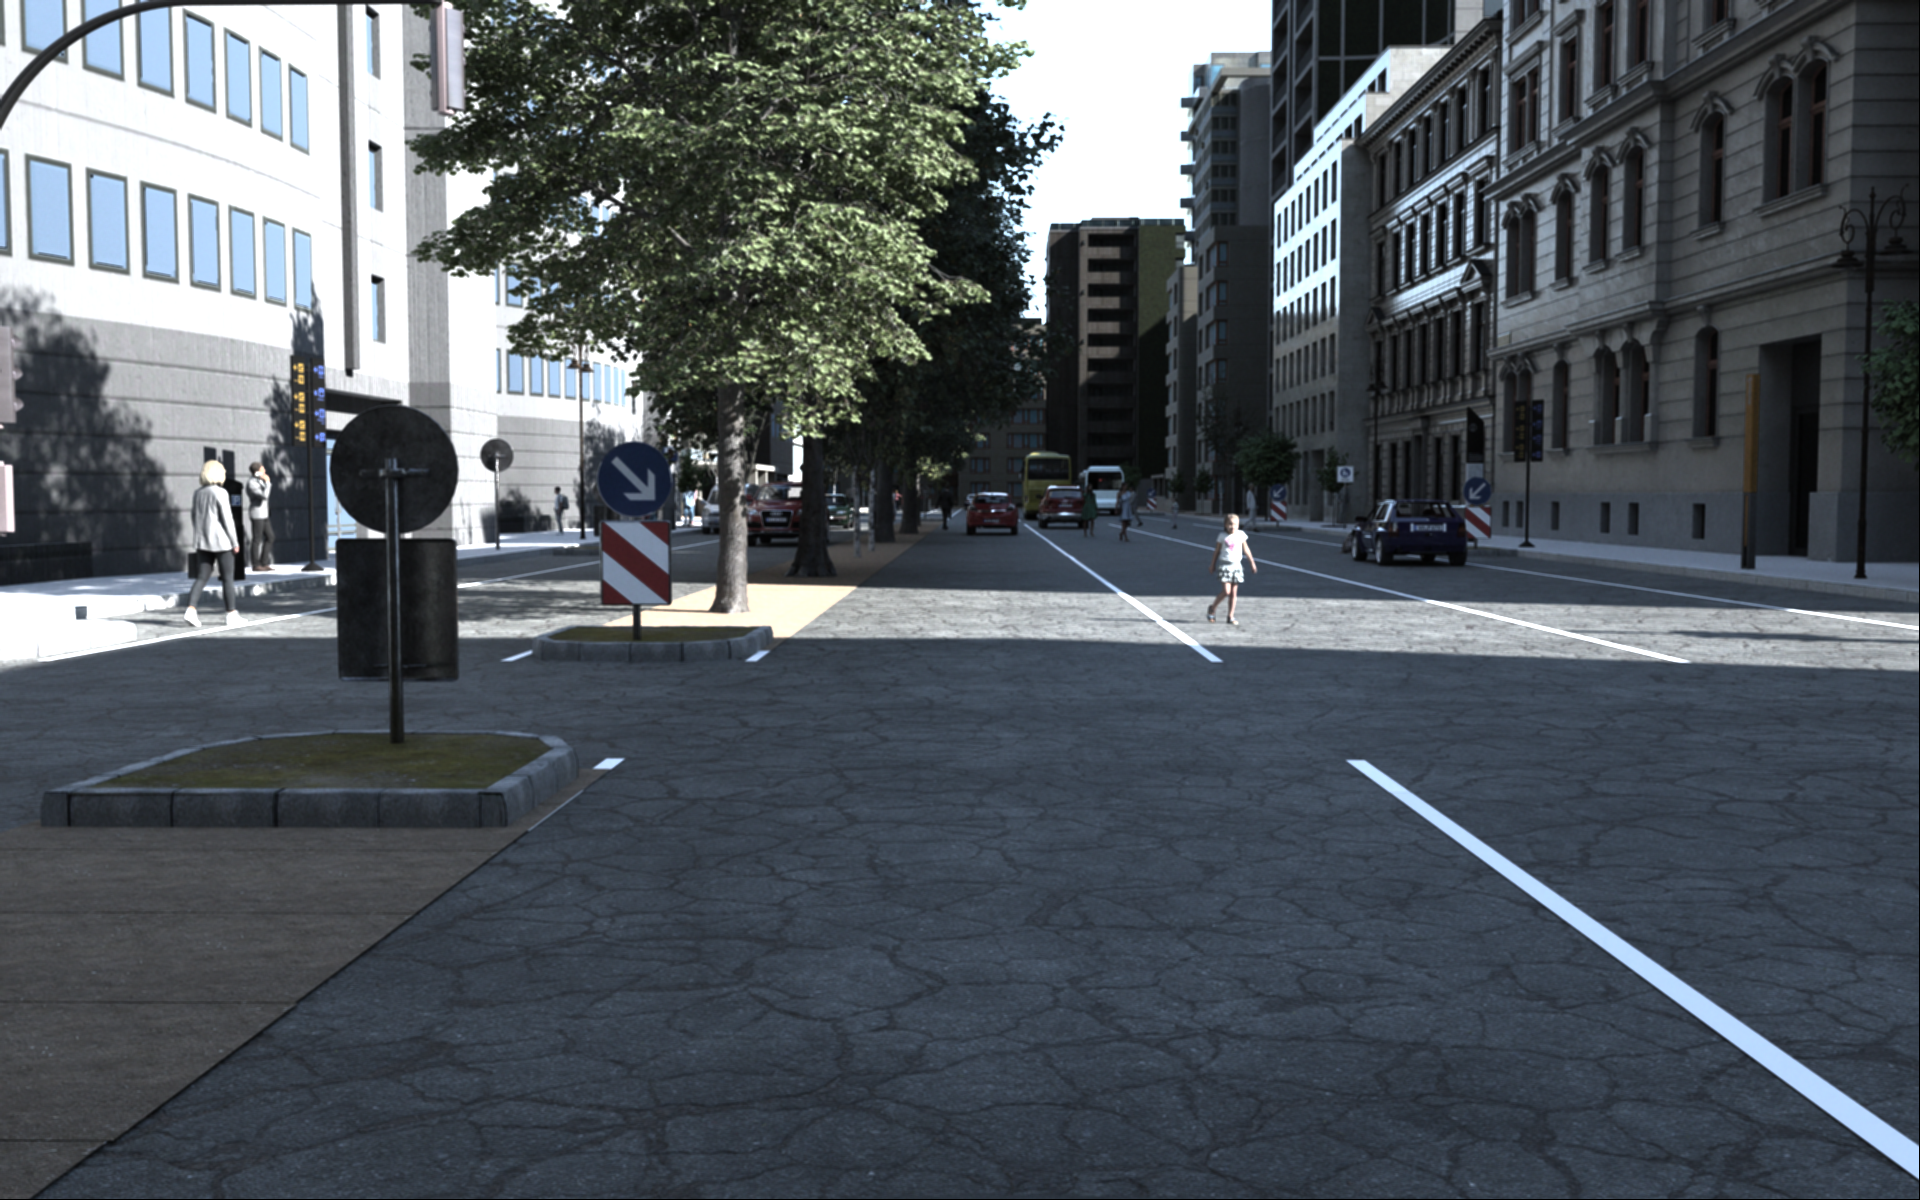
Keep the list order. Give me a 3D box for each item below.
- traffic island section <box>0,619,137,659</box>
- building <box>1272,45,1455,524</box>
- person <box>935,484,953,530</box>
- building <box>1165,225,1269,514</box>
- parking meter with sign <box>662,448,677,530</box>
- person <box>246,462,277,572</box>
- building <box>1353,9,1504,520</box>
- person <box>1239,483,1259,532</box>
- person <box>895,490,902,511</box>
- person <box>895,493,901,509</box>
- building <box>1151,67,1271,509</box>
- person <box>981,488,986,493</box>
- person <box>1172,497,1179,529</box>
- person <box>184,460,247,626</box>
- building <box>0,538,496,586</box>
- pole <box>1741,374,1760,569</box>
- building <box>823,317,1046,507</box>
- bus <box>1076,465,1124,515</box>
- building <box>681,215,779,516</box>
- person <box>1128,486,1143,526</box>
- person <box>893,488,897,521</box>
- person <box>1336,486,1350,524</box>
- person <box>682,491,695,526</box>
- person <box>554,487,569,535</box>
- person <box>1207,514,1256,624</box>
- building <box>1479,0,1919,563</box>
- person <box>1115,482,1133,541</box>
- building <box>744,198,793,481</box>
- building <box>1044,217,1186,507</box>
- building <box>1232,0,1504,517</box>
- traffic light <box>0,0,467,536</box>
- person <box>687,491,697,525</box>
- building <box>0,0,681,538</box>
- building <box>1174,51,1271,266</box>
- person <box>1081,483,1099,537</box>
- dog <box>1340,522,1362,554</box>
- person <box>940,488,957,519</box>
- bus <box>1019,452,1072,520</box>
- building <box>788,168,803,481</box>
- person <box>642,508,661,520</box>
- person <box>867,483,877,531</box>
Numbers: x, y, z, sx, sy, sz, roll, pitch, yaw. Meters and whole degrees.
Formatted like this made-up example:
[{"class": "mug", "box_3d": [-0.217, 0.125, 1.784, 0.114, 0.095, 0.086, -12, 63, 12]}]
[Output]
[{"class": "traffic island section", "box_3d": [-9.116, 0.374, 16.164, 2.009, 0.180, 2.903, 0, 4, 1]}, {"class": "building", "box_3d": [21.564, -13.935, 82.595, 10.420, 20.320, 16.860, 0, 4, 1]}, {"class": "person", "box_3d": [-0.555, -3.749, 69.572, 0.659, 1.850, 0.755, 2, 4, 27]}, {"class": "building", "box_3d": [30.358, -17.184, 125.996, 27.650, 21.520, 28.899, 0, 4, 1]}, {"class": "parking meter with sign", "box_3d": [-10.494, -4.048, 62.450, 0.543, 3.016, 1.738, 0, 4, -7]}, {"class": "person", "box_3d": [-11.543, -1.370, 28.621, 0.473, 1.802, 0.592, 0, 4, 1]}, {"class": "building", "box_3d": [21.928, -12.230, 64.586, 10.561, 19.102, 19.286, 0, 4, 1]}, {"class": "person", "box_3d": [10.801, -3.437, 64.577, 0.818, 1.842, 0.514, 0, 4, 6]}, {"class": "person", "box_3d": [-5.284, -8.297, 144.874, 1.217, 1.743, 0.721, 1, 4, 11]}, {"class": "person", "box_3d": [-6.387, -9.980, 171.636, 1.348, 1.831, 0.705, -3, 4, -38]}, {"class": "building", "box_3d": [33.552, -28.142, 152.004, 32.217, 40.220, 23.993, 0, 4, 1]}, {"class": "person", "box_3d": [1.380, -6.191, 109.591, 0.599, 1.838, 0.709, -3, 5, -39]}, {"class": "person", "box_3d": [8.902, -3.615, 71.878, 0.394, 1.301, 0.425, -3, 4, -39]}, {"class": "person", "box_3d": [-8.215, -0.626, 18.913, 0.709, 1.800, 0.728, 2, 4, 27]}, {"class": "building", "box_3d": [-22.899, -29.867, 30.326, 21.231, 58.520, 28.212, 0, 4, 1]}, {"class": "pole", "box_3d": [13.500, -2.185, 29.572, 0.158, 3.312, 0.155, 0, 3, 0]}, {"class": "building", "box_3d": [-5.460, -21.146, 190.783, 28.899, 21.520, 27.650, 0, 4, 1]}, {"class": "bus", "box_3d": [9.736, -7.700, 120.751, 2.948, 3.499, 13.247, 0, 4, 2]}, {"class": "building", "box_3d": [-27.728, -25.212, 104.094, 32.217, 40.220, 23.993, 0, 4, 1]}, {"class": "person", "box_3d": [7.755, -4.195, 77.354, 0.850, 1.792, 0.678, 0, 4, 7]}, {"class": "person", "box_3d": [-3.569, -4.989, 90.640, 0.524, 1.755, 0.480, -1, 4, -13]}, {"class": "person", "box_3d": [16.385, -4.149, 73.977, 0.635, 1.810, 0.391, -2, 4, -31]}, {"class": "person", "box_3d": [-11.070, -3.933, 70.606, 0.793, 1.790, 0.793, 1, 4, 21]}, {"class": "person", "box_3d": [-12.585, -2.800, 54.414, 0.503, 1.515, 0.523, 2, 4, 32]}, {"class": "person", "box_3d": [3.024, -0.351, 19.250, 0.505, 1.210, 0.382, -1, 4, -12]}, {"class": "building", "box_3d": [22.767, -15.610, 42.606, 14.401, 28.519, 23.554, 0, 4, 1]}, {"class": "person", "box_3d": [4.966, -2.703, 52.791, 0.616, 1.811, 0.778, -1, 4, -18]}, {"class": "building", "box_3d": [-19.605, -28.917, 122.897, 14.600, 45.320, 14.200, 0, 4, 1]}, {"class": "building", "box_3d": [16.126, -25.168, 183.205, 14.107, 30.474, 14.160, 0, 4, 1]}, {"class": "building", "box_3d": [27.703, -40.462, 99.803, 20.563, 71.187, 20.611, 0, 4, 1]}, {"class": "traffic light", "box_3d": [-6.983, -2.530, 16.037, 4.771, 5.953, 1.251, 0, 4, 1]}, {"class": "person", "box_3d": [-11.113, -3.999, 71.436, 0.555, 1.821, 0.388, 2, 4, 29]}, {"class": "building", "box_3d": [-23.882, -32.079, 66.486, 21.231, 58.520, 28.212, 0, 4, 1]}, {"class": "building", "box_3d": [38.475, -34.748, 187.741, 30.456, 49.044, 23.786, 0, 4, 1]}, {"class": "person", "box_3d": [4.359, -3.035, 58.377, 0.600, 1.795, 0.529, -1, 4, -21]}, {"class": "dog", "box_3d": [9.388, -1.531, 41.870, 0.800, 0.831, 0.513, 2, 4, 25]}, {"class": "person", "box_3d": [-0.710, -5.684, 101.574, 1.348, 1.807, 0.705, 2, 4, 34]}, {"class": "bus", "box_3d": [4.909, -6.625, 99.864, 2.896, 3.916, 12.252, 0, 4, 1]}, {"class": "building", "box_3d": [-25.923, -34.320, 150.378, 27.495, 52.752, 28.713, 0, 4, 1]}, {"class": "person", "box_3d": [-8.146, -2.210, 45.470, 0.563, 1.720, 0.643, -3, 5, -43]}, {"class": "person", "box_3d": [-2.792, -2.898, 56.062, 0.473, 1.802, 0.592, 0, 4, 5]}]
